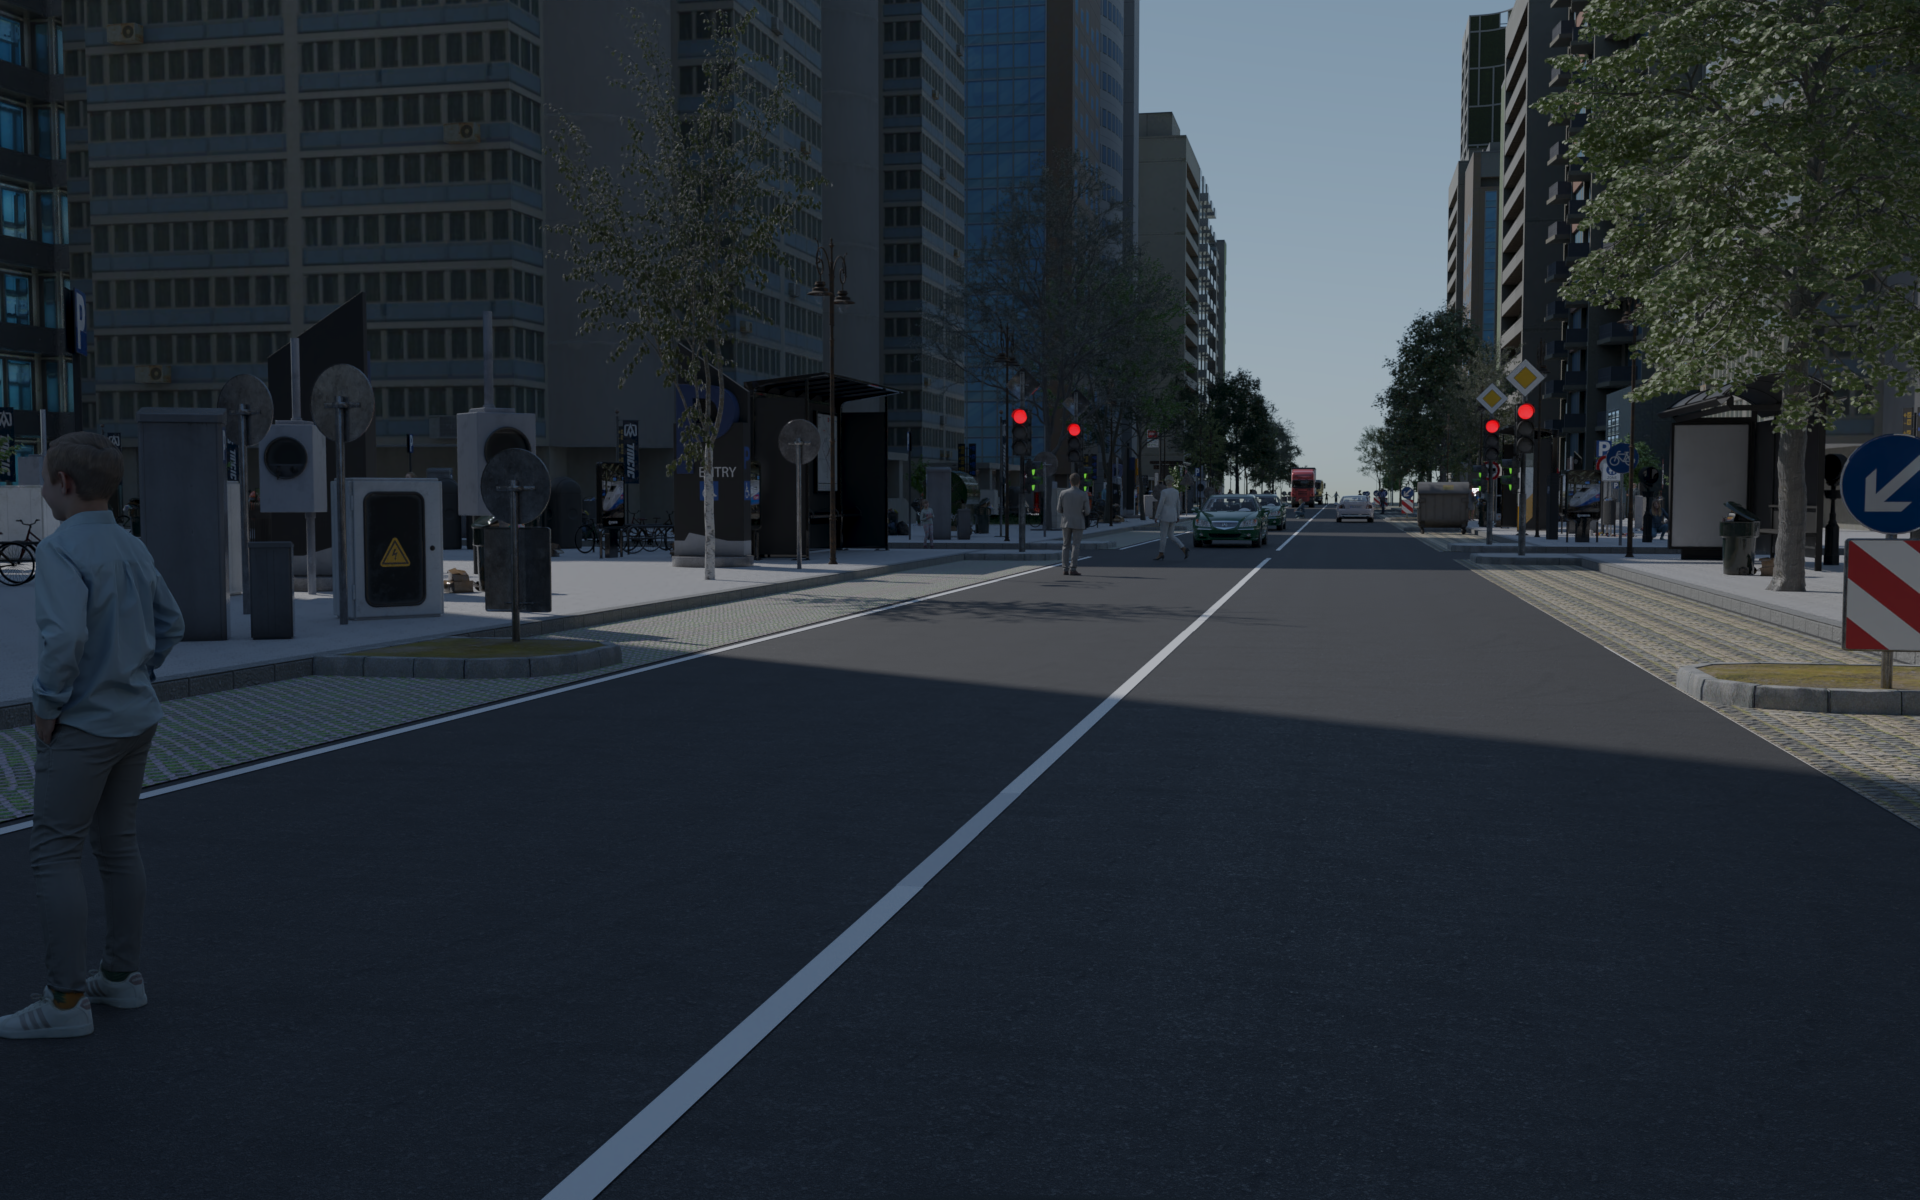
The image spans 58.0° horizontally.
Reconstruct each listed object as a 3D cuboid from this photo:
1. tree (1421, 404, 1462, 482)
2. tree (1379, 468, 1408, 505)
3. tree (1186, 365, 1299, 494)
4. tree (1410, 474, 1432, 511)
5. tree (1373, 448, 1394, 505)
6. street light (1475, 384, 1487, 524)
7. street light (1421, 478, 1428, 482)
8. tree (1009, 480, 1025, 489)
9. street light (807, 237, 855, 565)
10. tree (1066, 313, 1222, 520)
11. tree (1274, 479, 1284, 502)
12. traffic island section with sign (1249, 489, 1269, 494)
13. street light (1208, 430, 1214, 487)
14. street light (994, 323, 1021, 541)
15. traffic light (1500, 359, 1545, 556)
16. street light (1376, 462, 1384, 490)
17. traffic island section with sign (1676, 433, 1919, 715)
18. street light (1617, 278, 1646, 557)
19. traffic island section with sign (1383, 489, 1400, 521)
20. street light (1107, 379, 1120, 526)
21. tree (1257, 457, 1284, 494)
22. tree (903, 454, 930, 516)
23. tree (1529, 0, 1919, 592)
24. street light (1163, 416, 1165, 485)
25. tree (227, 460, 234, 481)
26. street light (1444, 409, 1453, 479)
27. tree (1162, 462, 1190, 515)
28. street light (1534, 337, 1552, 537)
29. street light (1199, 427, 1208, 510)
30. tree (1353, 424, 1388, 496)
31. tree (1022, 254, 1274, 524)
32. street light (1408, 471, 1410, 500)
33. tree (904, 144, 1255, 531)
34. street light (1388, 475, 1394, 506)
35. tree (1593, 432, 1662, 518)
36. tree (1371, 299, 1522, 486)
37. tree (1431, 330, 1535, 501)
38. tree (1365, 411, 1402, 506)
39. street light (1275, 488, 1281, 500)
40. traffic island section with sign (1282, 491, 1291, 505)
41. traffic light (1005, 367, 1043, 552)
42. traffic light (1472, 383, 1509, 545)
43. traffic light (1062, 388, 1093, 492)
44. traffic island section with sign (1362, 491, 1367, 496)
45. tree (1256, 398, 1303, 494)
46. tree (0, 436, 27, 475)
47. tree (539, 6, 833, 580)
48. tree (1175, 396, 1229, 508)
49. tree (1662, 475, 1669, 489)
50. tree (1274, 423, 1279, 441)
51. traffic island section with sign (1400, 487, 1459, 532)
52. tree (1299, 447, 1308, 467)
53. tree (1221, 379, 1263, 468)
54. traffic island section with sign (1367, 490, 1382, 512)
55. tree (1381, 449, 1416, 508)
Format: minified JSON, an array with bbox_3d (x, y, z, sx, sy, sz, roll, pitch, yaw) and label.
[{"bbox_3d":[30.968,-9.817,110.870,4.737,8.622,4.395,0,3,0],"label":"tree"},{"bbox_3d":[52.586,-13.849,210.144,4.285,4.588,4.351,0,3,0],"label":"tree"},{"bbox_3d":[24.724,-14.544,154.803,9.611,12.733,9.660,0,3,0],"label":"tree"},{"bbox_3d":[34.465,-8.274,129.888,1.663,3.219,1.824,0,3,0],"label":"tree"},{"bbox_3d":[50.356,-15.413,202.363,4.737,8.622,4.395,0,3,0],"label":"tree"},{"bbox_3d":[21.962,-6.130,73.019,0.468,5.910,1.993,1,4,12],"label":"street light"},{"bbox_3d":[33.592,-9.364,125.891,0.468,5.910,1.993,1,4,12],"label":"street light"},{"bbox_3d":[3.857,-7.756,121.413,1.663,3.219,1.824,0,3,0],"label":"tree"},{"bbox_3d":[-2.318,-3.587,31.443,0.468,5.910,1.993,1,4,12],"label":"street light"},{"bbox_3d":[8.619,-9.181,84.516,7.601,10.594,8.767,0,4,7],"label":"tree"},{"bbox_3d":[50.719,-19.725,272.865,4.737,8.622,4.395,0,3,0],"label":"tree"},{"bbox_3d":[24.379,-8.254,143.579,1.989,1.847,2.006,1,4,12],"label":"traffic island section with sign"},{"bbox_3d":[17.599,-9.107,121.685,0.468,5.910,1.993,1,4,12],"label":"street light"},{"bbox_3d":[1.280,-4.538,46.977,0.468,5.910,1.993,1,4,12],"label":"street light"},{"bbox_3d":[11.715,-2.884,36.071,0.839,4.253,0.868,1,4,12],"label":"traffic light"},{"bbox_3d":[60.755,-16.981,250.426,0.468,5.910,1.993,1,4,12],"label":"street light"},{"bbox_3d":[6.169,-0.213,12.108,1.989,1.847,2.006,1,4,12],"label":"traffic island section with sign"},{"bbox_3d":[13.607,-3.806,35.023,0.468,5.910,1.993,1,4,12],"label":"street light"},{"bbox_3d":[23.816,-5.145,92.752,1.989,1.847,2.006,1,4,12],"label":"traffic island section with sign"},{"bbox_3d":[6.009,-5.867,68.721,0.468,5.910,1.993,1,4,12],"label":"street light"},{"bbox_3d":[41.371,-17.221,231.931,4.360,8.622,3.978,0,3,0],"label":"tree"},{"bbox_3d":[-1.756,-5.406,82.995,1.663,3.219,1.824,0,3,0],"label":"tree"},{"bbox_3d":[11.299,-6.404,22.836,7.486,12.596,7.792,0,3,0],"label":"tree"},{"bbox_3d":[10.738,-7.223,90.886,0.468,5.910,1.993,1,4,12],"label":"street light"},{"bbox_3d":[-18.278,-2.872,41.559,1.663,3.219,1.824,0,3,0],"label":"tree"},{"bbox_3d":[26.686,-7.460,94.765,0.468,5.910,1.993,1,4,12],"label":"street light"},{"bbox_3d":[13.041,-6.703,104.201,1.663,3.219,1.824,0,3,0],"label":"tree"},{"bbox_3d":[17.144,-4.800,51.270,0.468,5.910,1.993,1,4,12],"label":"street light"},{"bbox_3d":[15.622,-8.551,112.597,0.468,5.910,1.993,1,4,12],"label":"street light"},{"bbox_3d":[62.579,-20.337,258.259,9.928,11.665,9.643,0,3,0],"label":"tree"},{"bbox_3d":[6.423,-9.137,75.149,9.928,11.665,9.643,0,3,0],"label":"tree"},{"bbox_3d":[38.285,-10.695,147.643,0.468,5.910,1.993,1,4,12],"label":"street light"},{"bbox_3d":[3.219,-9.177,60.417,12.009,13.543,11.850,0,3,0],"label":"tree"},{"bbox_3d":[51.222,-14.320,206.921,0.468,5.910,1.993,1,4,12],"label":"street light"},{"bbox_3d":[35.546,-6.630,92.122,4.285,4.588,4.351,0,3,0],"label":"tree"},{"bbox_3d":[28.584,-11.323,102.135,9.611,12.733,9.660,0,3,0],"label":"tree"},{"bbox_3d":[23.601,-7.825,78.304,4.360,8.622,3.978,0,3,0],"label":"tree"},{"bbox_3d":[45.598,-15.021,180.005,7.601,10.594,8.767,1,4,18],"label":"tree"},{"bbox_3d":[45.098,-16.788,247.271,0.468,5.910,1.993,1,4,12],"label":"street light"},{"bbox_3d":[47.893,-14.823,250.981,1.989,1.847,2.006,1,4,12],"label":"traffic island section with sign"},{"bbox_3d":[1.394,-3.021,38.306,0.839,4.253,0.868,1,4,12],"label":"traffic light"},{"bbox_3d":[13.423,-3.361,43.872,0.839,4.253,0.868,1,4,12],"label":"traffic light"},{"bbox_3d":[3.102,-3.498,46.107,0.839,4.253,0.868,1,4,12],"label":"traffic light"},{"bbox_3d":[40.316,-9.756,168.130,1.989,1.847,2.006,1,4,12],"label":"traffic island section with sign"},{"bbox_3d":[37.647,-18.682,215.820,12.009,13.543,11.850,0,3,0],"label":"tree"},{"bbox_3d":[-17.529,-2.177,30.198,1.663,3.219,1.824,0,3,0],"label":"tree"},{"bbox_3d":[-3.975,-4.603,25.617,4.360,8.622,3.978,0,3,0],"label":"tree"},{"bbox_3d":[17.846,-10.830,127.431,4.737,8.622,4.395,0,3,0],"label":"tree"},{"bbox_3d":[28.287,-4.423,66.919,1.663,3.219,1.824,0,3,0],"label":"tree"},{"bbox_3d":[31.848,-16.331,192.774,9.928,11.665,9.643,0,3,0],"label":"tree"},{"bbox_3d":[18.049,-3.533,66.393,1.989,1.847,2.006,1,4,12],"label":"traffic island section with sign"},{"bbox_3d":[47.229,-21.026,260.777,9.611,12.733,9.660,0,3,0],"label":"tree"},{"bbox_3d":[19.844,-12.228,134.337,8.767,10.594,7.601,3,4,37],"label":"tree"},{"bbox_3d":[34.548,-8.142,141.742,1.989,1.847,2.006,1,4,12],"label":"traffic island section with sign"},{"bbox_3d":[40.765,-12.515,154.979,4.360,8.622,3.978,0,3,0],"label":"tree"}]
